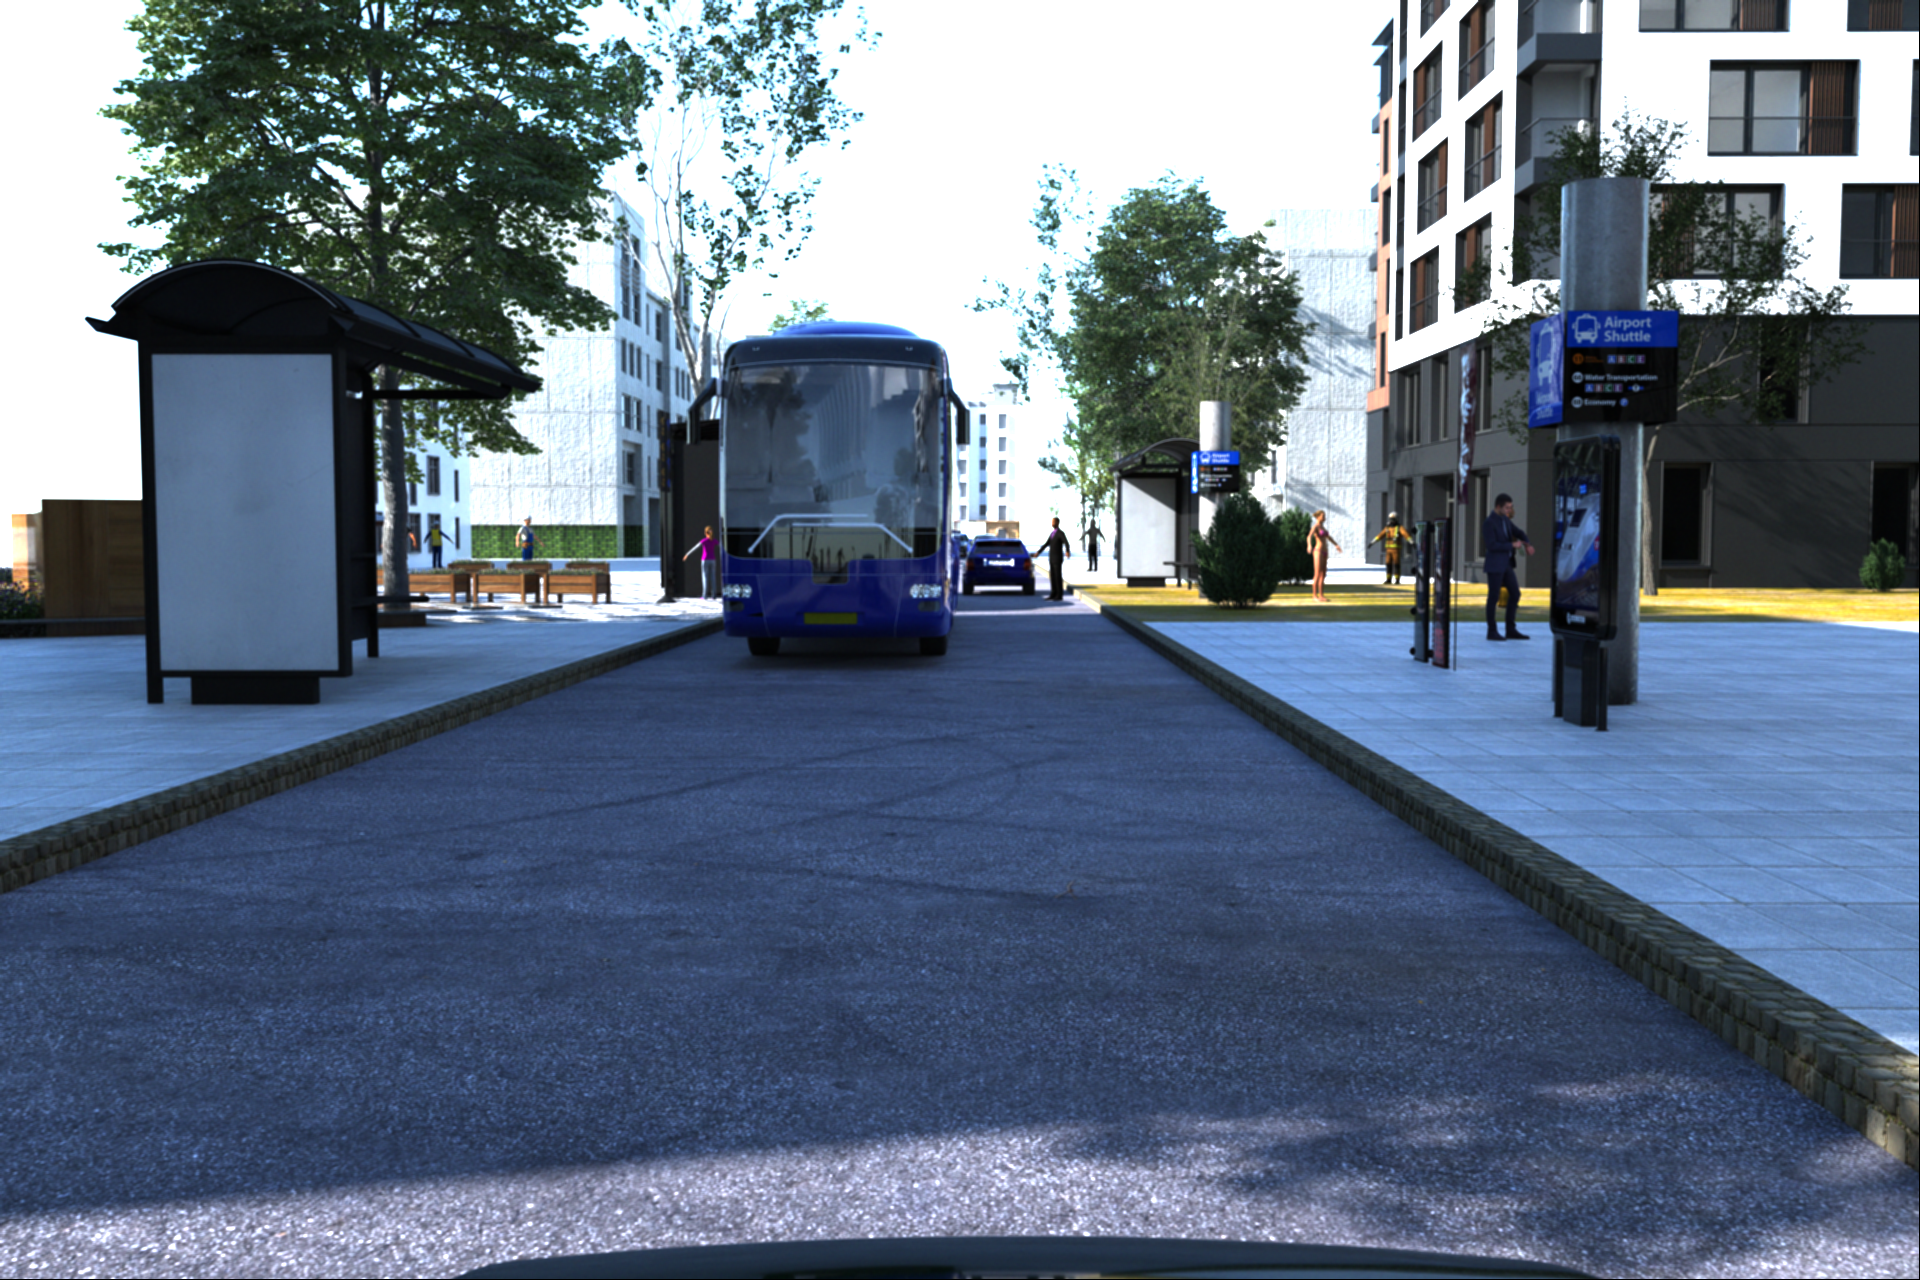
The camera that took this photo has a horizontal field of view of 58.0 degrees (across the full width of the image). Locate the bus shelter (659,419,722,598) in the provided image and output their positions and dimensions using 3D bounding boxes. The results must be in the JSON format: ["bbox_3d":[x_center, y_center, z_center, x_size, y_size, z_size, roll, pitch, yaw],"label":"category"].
[{"bbox_3d":[-5.100,-2.830,37.554,1.731,3.624,6.357,0,4,1],"label":"bus shelter"}]

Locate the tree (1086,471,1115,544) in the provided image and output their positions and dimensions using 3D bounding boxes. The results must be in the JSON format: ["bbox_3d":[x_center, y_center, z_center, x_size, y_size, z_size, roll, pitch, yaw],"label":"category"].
[{"bbox_3d":[19.650,-17.625,222.579,7.601,10.594,8.767,0,3,0],"label":"tree"}]

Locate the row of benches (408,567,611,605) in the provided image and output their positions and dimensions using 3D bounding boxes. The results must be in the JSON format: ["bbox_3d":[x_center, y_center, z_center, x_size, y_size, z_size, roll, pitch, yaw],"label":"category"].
[{"bbox_3d":[-8.370,-1.028,32.265,4.104,0.672,1.422,1,4,14],"label":"row of benches"}]

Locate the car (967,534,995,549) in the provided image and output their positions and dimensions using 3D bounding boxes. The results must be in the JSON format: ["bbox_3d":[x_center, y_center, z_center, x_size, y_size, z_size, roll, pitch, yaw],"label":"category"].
[{"bbox_3d":[1.439,-5.567,101.246,2.015,1.641,3.980,0,4,0],"label":"car"}]

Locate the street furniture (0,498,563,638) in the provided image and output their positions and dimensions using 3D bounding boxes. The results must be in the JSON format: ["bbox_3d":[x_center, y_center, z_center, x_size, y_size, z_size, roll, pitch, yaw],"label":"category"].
[{"bbox_3d":[-12.489,-1.152,25.685,11.010,1.723,9.812,-2,4,-32],"label":"street furniture"}]

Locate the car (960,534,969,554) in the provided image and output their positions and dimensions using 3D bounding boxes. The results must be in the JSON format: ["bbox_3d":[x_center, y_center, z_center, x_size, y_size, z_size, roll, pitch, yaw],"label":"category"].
[{"bbox_3d":[-0.380,-6.759,120.301,2.009,1.686,4.222,0,4,1],"label":"car"}]

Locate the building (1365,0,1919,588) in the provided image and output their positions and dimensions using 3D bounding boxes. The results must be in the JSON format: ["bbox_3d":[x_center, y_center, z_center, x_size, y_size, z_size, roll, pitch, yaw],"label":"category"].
[{"bbox_3d":[27.461,-12.988,56.332,27.936,21.610,32.646,0,4,1],"label":"building"}]

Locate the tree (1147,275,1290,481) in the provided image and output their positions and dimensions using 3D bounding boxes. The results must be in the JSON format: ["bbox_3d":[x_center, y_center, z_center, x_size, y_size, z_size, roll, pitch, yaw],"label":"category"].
[{"bbox_3d":[6.844,-6.100,50.095,4.360,8.622,3.978,0,3,0],"label":"tree"}]

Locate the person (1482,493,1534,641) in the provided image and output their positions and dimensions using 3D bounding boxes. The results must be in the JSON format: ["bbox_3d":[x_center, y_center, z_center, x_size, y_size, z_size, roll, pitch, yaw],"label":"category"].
[{"bbox_3d":[6.634,-0.879,20.864,0.683,1.767,0.568,-3,5,-45],"label":"person"}]

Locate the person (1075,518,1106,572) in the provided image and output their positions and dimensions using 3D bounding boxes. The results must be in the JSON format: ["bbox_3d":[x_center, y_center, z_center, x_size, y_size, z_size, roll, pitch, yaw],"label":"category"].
[{"bbox_3d":[4.518,-3.245,59.189,1.348,1.813,0.705,-2,4,-34],"label":"person"}]

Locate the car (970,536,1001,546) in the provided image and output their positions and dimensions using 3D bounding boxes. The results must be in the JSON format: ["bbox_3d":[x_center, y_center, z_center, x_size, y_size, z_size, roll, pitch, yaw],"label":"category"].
[{"bbox_3d":[1.446,-4.496,86.094,1.945,1.354,3.894,0,4,1],"label":"car"}]

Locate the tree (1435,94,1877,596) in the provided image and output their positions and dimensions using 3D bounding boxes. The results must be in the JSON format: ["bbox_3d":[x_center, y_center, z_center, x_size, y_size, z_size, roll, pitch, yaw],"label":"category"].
[{"bbox_3d":[14.480,-6.224,36.177,8.767,10.594,7.601,0,4,7],"label":"tree"}]

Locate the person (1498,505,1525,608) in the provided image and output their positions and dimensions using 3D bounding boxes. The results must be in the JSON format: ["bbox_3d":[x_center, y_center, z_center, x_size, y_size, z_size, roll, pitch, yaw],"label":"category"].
[{"bbox_3d":[9.575,-1.475,30.254,0.704,1.812,1.346,0,4,3],"label":"person"}]

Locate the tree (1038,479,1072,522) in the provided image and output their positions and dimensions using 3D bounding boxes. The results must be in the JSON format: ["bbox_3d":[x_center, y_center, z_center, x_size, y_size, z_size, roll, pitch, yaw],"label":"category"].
[{"bbox_3d":[12.352,-16.264,216.277,4.360,8.622,3.978,0,3,0],"label":"tree"}]

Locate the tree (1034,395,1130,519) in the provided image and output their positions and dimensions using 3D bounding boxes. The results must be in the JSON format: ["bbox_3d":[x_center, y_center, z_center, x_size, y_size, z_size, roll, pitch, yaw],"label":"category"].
[{"bbox_3d":[8.414,-10.843,111.688,8.767,10.594,7.601,2,4,27],"label":"tree"}]

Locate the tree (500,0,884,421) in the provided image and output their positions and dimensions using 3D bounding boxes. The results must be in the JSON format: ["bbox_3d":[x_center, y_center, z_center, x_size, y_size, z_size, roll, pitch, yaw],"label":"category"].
[{"bbox_3d":[-9.083,-11.972,51.629,12.611,20.169,13.585,0,3,0],"label":"tree"}]

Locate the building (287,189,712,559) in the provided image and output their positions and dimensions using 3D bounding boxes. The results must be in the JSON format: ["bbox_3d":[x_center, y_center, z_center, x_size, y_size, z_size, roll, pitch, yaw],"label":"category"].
[{"bbox_3d":[-25.861,-14.586,104.941,16.747,18.905,31.486,0,4,1],"label":"building"}]

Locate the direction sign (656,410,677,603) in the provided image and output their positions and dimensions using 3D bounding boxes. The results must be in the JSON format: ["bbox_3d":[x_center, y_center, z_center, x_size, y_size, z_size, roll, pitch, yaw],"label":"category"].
[{"bbox_3d":[-5.459,-2.453,32.097,0.379,3.537,0.876,0,4,1],"label":"direction sign"}]

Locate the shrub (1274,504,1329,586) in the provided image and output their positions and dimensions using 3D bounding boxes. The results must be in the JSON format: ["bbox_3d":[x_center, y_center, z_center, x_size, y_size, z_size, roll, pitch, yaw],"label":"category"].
[{"bbox_3d":[8.367,-2.377,43.284,1.690,2.028,1.600,0,3,0],"label":"shrub"}]

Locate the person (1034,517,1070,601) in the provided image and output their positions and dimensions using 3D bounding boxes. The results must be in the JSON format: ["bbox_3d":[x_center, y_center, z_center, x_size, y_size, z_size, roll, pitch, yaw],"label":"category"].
[{"bbox_3d":[2.046,-1.755,37.375,0.704,1.802,1.346,-2,4,-29],"label":"person"}]

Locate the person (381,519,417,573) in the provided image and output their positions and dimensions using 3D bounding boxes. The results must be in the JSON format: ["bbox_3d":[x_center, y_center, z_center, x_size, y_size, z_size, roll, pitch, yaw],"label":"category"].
[{"bbox_3d":[-15.368,-2.536,47.608,1.345,1.843,0.704,2,4,29],"label":"person"}]

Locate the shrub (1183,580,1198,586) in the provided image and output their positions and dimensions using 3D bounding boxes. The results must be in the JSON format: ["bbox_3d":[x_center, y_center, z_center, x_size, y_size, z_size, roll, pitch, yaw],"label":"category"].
[{"bbox_3d":[6.074,-2.391,43.139,1.661,2.075,1.752,0,3,0],"label":"shrub"}]

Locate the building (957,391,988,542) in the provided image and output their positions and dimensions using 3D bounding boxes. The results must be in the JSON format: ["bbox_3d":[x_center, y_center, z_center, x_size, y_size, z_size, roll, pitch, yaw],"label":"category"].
[{"bbox_3d":[-3.429,-22.105,220.292,11.380,20.090,16.016,0,4,-6],"label":"building"}]

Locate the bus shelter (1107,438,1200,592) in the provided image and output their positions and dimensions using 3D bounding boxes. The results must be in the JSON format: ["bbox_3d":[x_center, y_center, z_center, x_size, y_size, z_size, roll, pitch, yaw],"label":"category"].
[{"bbox_3d":[4.581,-2.765,39.125,2.014,3.302,5.546,0,4,0],"label":"bus shelter"}]

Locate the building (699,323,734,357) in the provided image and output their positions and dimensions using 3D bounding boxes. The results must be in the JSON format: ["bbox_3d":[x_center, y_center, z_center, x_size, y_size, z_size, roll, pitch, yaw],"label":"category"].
[{"bbox_3d":[-26.263,-21.850,188.171,19.493,23.208,18.063,0,4,1],"label":"building"}]

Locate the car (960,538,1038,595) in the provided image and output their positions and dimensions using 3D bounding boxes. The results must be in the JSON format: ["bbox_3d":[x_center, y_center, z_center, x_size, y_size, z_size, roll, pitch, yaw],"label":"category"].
[{"bbox_3d":[0.933,-1.799,41.999,1.945,1.354,3.894,0,4,1],"label":"car"}]

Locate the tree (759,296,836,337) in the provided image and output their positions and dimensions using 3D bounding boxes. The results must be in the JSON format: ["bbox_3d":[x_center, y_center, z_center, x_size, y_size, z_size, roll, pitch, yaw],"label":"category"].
[{"bbox_3d":[-7.571,-10.100,83.261,7.486,12.596,7.792,0,3,0],"label":"tree"}]

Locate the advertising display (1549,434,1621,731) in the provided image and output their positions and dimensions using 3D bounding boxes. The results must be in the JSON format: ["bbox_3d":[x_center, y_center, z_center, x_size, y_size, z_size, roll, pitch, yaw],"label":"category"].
[{"bbox_3d":[4.192,-0.394,11.655,0.123,1.923,0.974,0,4,1],"label":"advertising display"}]

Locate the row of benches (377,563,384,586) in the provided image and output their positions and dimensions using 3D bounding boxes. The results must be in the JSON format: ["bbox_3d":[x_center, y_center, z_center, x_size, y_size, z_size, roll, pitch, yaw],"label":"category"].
[{"bbox_3d":[-14.042,-1.379,38.003,4.104,0.672,1.422,1,4,20],"label":"row of benches"}]

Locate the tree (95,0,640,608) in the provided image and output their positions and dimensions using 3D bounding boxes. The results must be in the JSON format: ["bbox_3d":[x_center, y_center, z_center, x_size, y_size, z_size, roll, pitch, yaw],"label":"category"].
[{"bbox_3d":[-8.183,-6.482,24.103,7.486,12.596,7.792,0,3,0],"label":"tree"}]

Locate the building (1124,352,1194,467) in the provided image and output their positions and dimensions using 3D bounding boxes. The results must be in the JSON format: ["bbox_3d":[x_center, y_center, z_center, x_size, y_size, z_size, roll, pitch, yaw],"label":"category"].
[{"bbox_3d":[26.155,-20.922,173.009,19.493,23.208,18.063,0,4,1],"label":"building"}]

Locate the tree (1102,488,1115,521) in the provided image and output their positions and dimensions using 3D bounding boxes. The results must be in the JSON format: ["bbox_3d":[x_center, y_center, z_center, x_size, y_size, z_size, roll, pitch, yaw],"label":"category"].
[{"bbox_3d":[19.794,-16.226,215.654,4.737,8.622,4.395,0,3,0],"label":"tree"}]

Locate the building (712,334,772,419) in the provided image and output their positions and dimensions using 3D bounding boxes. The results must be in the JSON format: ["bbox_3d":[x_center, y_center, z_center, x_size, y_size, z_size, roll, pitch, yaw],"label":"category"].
[{"bbox_3d":[-21.937,-18.858,164.754,16.016,20.090,11.380,0,4,1],"label":"building"}]

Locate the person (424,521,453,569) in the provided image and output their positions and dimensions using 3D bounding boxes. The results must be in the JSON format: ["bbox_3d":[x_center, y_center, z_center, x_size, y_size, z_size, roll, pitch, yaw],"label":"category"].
[{"bbox_3d":[-19.338,-3.530,64.187,1.216,1.772,0.721,1,4,15],"label":"person"}]

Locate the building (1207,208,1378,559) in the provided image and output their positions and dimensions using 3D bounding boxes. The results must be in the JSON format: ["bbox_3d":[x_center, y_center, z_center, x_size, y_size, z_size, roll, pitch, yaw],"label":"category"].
[{"bbox_3d":[24.949,-14.441,102.561,16.747,18.905,31.486,0,4,1],"label":"building"}]

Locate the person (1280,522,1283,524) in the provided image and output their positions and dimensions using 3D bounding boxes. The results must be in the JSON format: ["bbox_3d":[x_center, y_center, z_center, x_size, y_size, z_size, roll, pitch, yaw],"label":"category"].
[{"bbox_3d":[11.614,-3.397,62.269,0.721,1.740,1.216,0,4,-5],"label":"person"}]

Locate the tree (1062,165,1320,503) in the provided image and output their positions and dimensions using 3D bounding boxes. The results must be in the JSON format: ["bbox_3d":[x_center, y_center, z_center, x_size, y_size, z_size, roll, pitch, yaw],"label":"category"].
[{"bbox_3d":[7.986,-9.398,60.314,9.857,13.997,8.962,0,3,0],"label":"tree"}]

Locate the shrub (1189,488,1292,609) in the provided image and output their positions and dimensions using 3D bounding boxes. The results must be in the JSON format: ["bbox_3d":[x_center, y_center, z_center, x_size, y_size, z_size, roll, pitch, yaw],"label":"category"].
[{"bbox_3d":[4.811,-1.571,29.733,1.661,2.075,1.752,0,3,0],"label":"shrub"}]

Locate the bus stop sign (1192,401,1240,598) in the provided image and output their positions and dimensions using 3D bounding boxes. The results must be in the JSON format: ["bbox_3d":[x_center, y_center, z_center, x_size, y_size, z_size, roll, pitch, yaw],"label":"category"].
[{"bbox_3d":[5.097,-2.788,34.598,0.837,3.901,0.837,0,3,0],"label":"bus stop sign"}]

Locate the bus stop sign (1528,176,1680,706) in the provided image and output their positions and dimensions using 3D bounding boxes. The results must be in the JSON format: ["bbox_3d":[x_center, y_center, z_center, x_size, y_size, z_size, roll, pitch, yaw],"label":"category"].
[{"bbox_3d":[4.856,-1.476,13.144,0.837,3.901,0.837,0,4,1],"label":"bus stop sign"}]

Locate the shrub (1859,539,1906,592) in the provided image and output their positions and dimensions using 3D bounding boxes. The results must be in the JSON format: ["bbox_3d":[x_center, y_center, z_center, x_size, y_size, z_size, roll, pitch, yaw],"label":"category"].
[{"bbox_3d":[20.464,-1.669,38.400,1.383,1.207,1.383,0,3,0],"label":"shrub"}]

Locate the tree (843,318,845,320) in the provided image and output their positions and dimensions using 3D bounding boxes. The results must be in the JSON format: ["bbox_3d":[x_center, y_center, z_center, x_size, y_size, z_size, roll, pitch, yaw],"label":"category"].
[{"bbox_3d":[-7.505,-11.510,98.553,12.009,13.543,11.850,0,3,0],"label":"tree"}]

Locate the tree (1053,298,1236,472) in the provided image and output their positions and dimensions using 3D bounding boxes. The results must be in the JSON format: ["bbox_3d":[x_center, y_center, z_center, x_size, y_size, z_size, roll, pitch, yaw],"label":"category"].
[{"bbox_3d":[7.905,-9.025,73.313,9.928,11.665,9.643,0,3,0],"label":"tree"}]

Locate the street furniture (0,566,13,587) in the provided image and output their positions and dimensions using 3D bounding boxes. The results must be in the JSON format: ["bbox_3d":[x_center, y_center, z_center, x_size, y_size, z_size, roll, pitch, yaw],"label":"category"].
[{"bbox_3d":[-21.054,-1.575,32.599,11.010,1.723,9.812,-1,4,-19],"label":"street furniture"}]

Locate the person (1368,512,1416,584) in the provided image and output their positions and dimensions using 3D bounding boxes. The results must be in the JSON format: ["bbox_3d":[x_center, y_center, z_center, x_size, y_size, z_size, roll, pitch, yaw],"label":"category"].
[{"bbox_3d":[11.197,-2.386,44.778,1.354,1.858,0.705,3,5,42],"label":"person"}]

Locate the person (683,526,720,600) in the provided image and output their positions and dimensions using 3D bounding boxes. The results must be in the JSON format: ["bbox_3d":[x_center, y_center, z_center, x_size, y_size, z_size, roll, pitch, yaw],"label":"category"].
[{"bbox_3d":[-4.922,-1.500,33.785,0.991,1.433,0.599,-2,4,-32],"label":"person"}]

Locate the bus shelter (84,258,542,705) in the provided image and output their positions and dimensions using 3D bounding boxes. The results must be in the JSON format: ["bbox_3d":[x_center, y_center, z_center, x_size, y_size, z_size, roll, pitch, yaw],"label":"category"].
[{"bbox_3d":[-5.394,-1.319,15.491,2.014,3.302,5.546,0,3,0],"label":"bus shelter"}]

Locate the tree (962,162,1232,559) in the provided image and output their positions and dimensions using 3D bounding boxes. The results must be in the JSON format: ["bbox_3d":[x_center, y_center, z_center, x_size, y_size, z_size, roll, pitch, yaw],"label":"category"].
[{"bbox_3d":[6.937,-14.284,89.431,12.611,20.169,13.585,0,3,0],"label":"tree"}]

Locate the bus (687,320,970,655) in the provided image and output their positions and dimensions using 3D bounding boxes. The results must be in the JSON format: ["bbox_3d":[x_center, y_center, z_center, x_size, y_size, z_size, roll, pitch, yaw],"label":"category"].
[{"bbox_3d":[-1.298,-1.970,23.752,2.896,3.916,12.251,0,4,0],"label":"bus"}]

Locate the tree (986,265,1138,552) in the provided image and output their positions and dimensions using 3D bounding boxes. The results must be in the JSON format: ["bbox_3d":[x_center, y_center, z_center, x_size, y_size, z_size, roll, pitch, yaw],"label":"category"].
[{"bbox_3d":[8.198,-16.379,123.689,12.611,20.169,13.585,0,3,0],"label":"tree"}]

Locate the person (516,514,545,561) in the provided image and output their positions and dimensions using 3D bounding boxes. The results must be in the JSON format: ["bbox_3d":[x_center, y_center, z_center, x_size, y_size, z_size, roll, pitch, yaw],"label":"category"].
[{"bbox_3d":[-12.464,-2.701,50.025,0.705,1.847,1.347,1,4,19],"label":"person"}]

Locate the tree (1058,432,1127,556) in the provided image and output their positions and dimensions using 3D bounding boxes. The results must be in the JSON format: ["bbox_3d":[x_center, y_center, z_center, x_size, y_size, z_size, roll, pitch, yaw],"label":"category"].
[{"bbox_3d":[7.979,-9.148,99.937,4.737,8.622,4.395,0,3,0],"label":"tree"}]

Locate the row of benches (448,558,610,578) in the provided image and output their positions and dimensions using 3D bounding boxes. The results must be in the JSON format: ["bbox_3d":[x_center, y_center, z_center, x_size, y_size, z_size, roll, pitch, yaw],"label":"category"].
[{"bbox_3d":[-10.958,-1.730,43.755,4.104,0.672,1.422,0,4,-7],"label":"row of benches"}]

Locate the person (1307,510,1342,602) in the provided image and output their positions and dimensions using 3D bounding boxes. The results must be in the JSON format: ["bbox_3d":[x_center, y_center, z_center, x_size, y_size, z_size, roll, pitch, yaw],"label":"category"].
[{"bbox_3d":[6.915,-1.596,32.903,0.721,1.733,1.217,3,5,41],"label":"person"}]

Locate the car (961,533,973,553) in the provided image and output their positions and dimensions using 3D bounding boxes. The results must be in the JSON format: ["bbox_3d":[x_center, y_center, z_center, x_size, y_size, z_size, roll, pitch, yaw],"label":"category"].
[{"bbox_3d":[-0.064,-7.030,124.533,1.945,1.707,3.694,0,4,0],"label":"car"}]

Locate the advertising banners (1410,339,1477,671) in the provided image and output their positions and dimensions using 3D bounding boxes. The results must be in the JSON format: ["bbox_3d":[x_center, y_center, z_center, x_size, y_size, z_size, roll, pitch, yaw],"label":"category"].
[{"bbox_3d":[4.645,-1.253,16.672,0.090,3.025,2.074,0,4,1],"label":"advertising banners"}]

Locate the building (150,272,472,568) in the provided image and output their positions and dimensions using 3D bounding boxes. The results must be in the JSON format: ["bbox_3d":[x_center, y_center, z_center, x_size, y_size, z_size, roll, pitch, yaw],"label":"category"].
[{"bbox_3d":[-24.752,-7.809,69.833,9.099,9.664,28.070,0,4,2],"label":"building"}]
